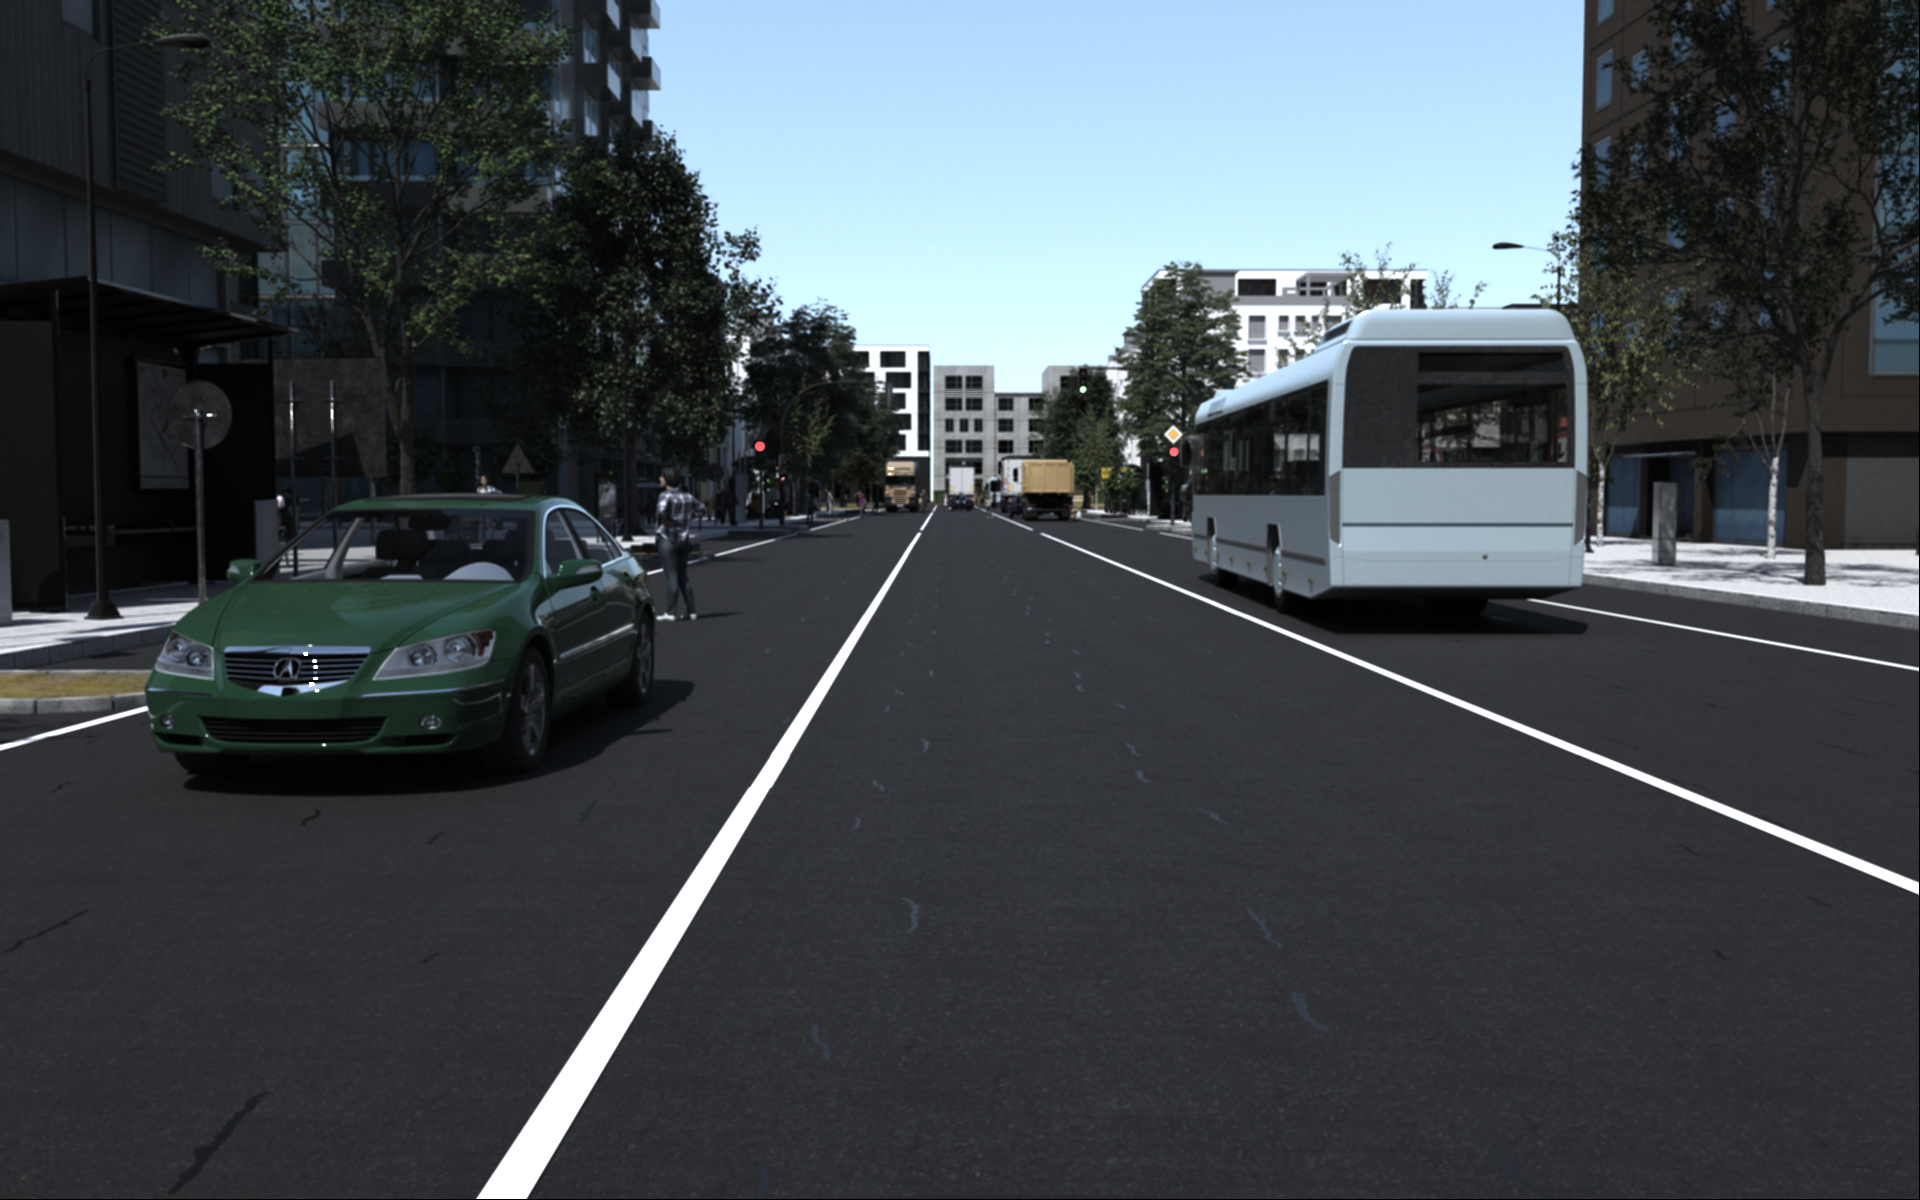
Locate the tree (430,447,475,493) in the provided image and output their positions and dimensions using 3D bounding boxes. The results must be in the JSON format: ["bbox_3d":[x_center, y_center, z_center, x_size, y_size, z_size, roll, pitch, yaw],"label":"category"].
[{"bbox_3d":[-20.975,-4.680,71.115,1.663,3.219,1.824,0,3,0],"label":"tree"}]

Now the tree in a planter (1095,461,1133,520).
[{"bbox_3d":[8.417,-5.973,94.888,1.991,3.239,1.994,0,4,-1],"label":"tree in a planter"}]

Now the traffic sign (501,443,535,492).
[{"bbox_3d":[-11.234,-2.690,43.985,0.884,2.594,0.081,0,4,7],"label":"traffic sign"}]

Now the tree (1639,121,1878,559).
[{"bbox_3d":[16.071,-5.141,34.418,4.360,8.622,3.978,0,3,0],"label":"tree"}]

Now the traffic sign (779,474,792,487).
[{"bbox_3d":[-10.747,-6.541,106.946,0.884,2.594,0.081,0,4,2],"label":"traffic sign"}]

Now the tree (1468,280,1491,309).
[{"bbox_3d":[16.128,-6.479,56.288,4.737,8.622,4.395,0,3,0],"label":"tree"}]

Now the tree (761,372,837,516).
[{"bbox_3d":[-9.691,-9.340,103.063,4.737,8.622,4.395,0,3,0],"label":"tree"}]

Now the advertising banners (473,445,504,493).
[{"bbox_3d":[-16.835,-4.012,61.789,0.090,3.025,2.074,-3,5,-44],"label":"advertising banners"}]

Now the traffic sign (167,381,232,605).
[{"bbox_3d":[-8.555,-1.185,19.480,0.768,2.556,0.104,0,4,6],"label":"traffic sign"}]

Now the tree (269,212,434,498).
[{"bbox_3d":[-15.265,-5.742,44.246,4.360,8.622,3.978,0,3,0],"label":"tree"}]

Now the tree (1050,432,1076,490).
[{"bbox_3d":[10.485,-14.013,179.481,4.360,8.622,3.978,0,3,0],"label":"tree"}]

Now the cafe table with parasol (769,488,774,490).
[{"bbox_3d":[-15.928,-8.242,139.614,2.610,1.966,2.610,0,4,7],"label":"cafe table with parasol"}]

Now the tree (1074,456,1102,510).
[{"bbox_3d":[10.597,-9.752,143.162,4.285,4.588,4.351,0,3,0],"label":"tree"}]

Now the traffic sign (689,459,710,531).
[{"bbox_3d":[-9.133,-3.710,60.772,0.768,2.556,0.104,0,4,7],"label":"traffic sign"}]

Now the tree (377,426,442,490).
[{"bbox_3d":[-24.117,-5.578,74.911,4.285,4.588,4.351,0,3,0],"label":"tree"}]

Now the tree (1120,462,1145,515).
[{"bbox_3d":[10.263,-6.815,106.031,1.663,3.219,1.824,0,3,0],"label":"tree"}]

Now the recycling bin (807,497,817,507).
[{"bbox_3d":[-11.398,-7.333,132.453,0.722,1.027,0.722,-1,4,-23],"label":"recycling bin"}]

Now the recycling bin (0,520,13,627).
[{"bbox_3d":[-9.644,-0.247,16.588,0.722,1.027,0.722,1,4,18],"label":"recycling bin"}]

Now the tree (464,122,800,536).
[{"bbox_3d":[-10.222,-8.352,53.571,9.611,12.733,9.660,0,3,0],"label":"tree"}]

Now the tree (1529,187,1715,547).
[{"bbox_3d":[15.878,-5.610,42.086,4.737,8.622,4.395,0,3,0],"label":"tree"}]

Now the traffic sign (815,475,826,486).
[{"bbox_3d":[-9.800,-7.443,121.429,0.795,2.593,0.064,0,4,7],"label":"traffic sign"}]

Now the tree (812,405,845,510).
[{"bbox_3d":[-10.795,-11.335,135.697,4.360,8.622,3.978,0,3,0],"label":"tree"}]

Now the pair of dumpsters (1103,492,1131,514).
[{"bbox_3d":[10.391,-6.803,113.728,1.574,2.255,4.437,0,4,-1],"label":"pair of dumpsters"}]

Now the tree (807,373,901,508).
[{"bbox_3d":[-11.050,-15.127,164.342,9.611,12.733,9.660,0,3,0],"label":"tree"}]

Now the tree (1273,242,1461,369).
[{"bbox_3d":[11.608,-6.151,50.929,4.737,8.622,4.395,0,3,0],"label":"tree"}]

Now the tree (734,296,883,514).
[{"bbox_3d":[-10.345,-12.629,113.144,9.857,13.997,8.962,0,3,0],"label":"tree"}]

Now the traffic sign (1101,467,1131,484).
[{"bbox_3d":[11.782,-8.384,130.948,2.265,3.308,0.079,1,4,8],"label":"traffic sign"}]

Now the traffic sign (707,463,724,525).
[{"bbox_3d":[-10.118,-4.372,71.595,0.768,2.556,0.104,0,4,3],"label":"traffic sign"}]

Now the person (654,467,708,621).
[{"bbox_3d":[-3.215,-0.635,19.601,0.376,1.734,0.841,2,4,34],"label":"person"}]

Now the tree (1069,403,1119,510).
[{"bbox_3d":[10.780,-11.439,137.384,4.737,8.622,4.395,0,3,0],"label":"tree"}]

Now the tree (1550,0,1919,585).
[{"bbox_3d":[12.293,-5.502,24.362,8.767,10.594,7.601,3,4,39],"label":"tree"}]

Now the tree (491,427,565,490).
[{"bbox_3d":[-18.648,-5.555,74.540,4.285,4.588,4.351,0,3,0],"label":"tree"}]

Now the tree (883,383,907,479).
[{"bbox_3d":[-10.673,-17.141,186.908,9.857,13.997,8.962,0,3,0],"label":"tree"}]

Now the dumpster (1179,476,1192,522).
[{"bbox_3d":[10.860,-4.666,78.788,1.502,2.255,1.985,0,4,0],"label":"dumpster"}]

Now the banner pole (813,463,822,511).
[{"bbox_3d":[-10.711,-8.530,129.480,0.863,3.779,0.401,1,4,10],"label":"banner pole"}]

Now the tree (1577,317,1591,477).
[{"bbox_3d":[38.417,-11.328,103.335,7.486,12.596,7.792,0,3,0],"label":"tree"}]

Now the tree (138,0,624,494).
[{"bbox_3d":[-10.114,-6.432,30.923,9.928,11.665,9.643,0,3,0],"label":"tree"}]

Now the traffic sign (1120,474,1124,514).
[{"bbox_3d":[10.070,-6.627,108.464,0.768,2.556,0.104,1,4,9],"label":"traffic sign"}]

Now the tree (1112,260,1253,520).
[{"bbox_3d":[10.785,-10.202,84.937,7.486,12.596,7.792,0,3,0],"label":"tree"}]

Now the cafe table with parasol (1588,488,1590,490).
[{"bbox_3d":[33.208,-5.487,94.581,2.610,1.966,2.610,-3,4,-36],"label":"cafe table with parasol"}]

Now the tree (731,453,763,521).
[{"bbox_3d":[-10.113,-5.389,82.718,1.663,3.219,1.824,0,3,0],"label":"tree"}]

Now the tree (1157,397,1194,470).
[{"bbox_3d":[15.675,-10.243,117.842,4.737,8.622,4.395,0,3,0],"label":"tree"}]

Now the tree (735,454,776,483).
[{"bbox_3d":[-16.997,-9.784,143.677,4.285,4.588,4.351,0,3,0],"label":"tree"}]

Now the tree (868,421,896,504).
[{"bbox_3d":[-11.636,-18.590,222.077,7.486,12.596,7.792,0,3,0],"label":"tree"}]

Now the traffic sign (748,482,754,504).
[{"bbox_3d":[-11.034,-5.523,90.404,0.768,2.556,0.104,1,4,9],"label":"traffic sign"}]

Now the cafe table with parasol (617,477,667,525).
[{"bbox_3d":[-13.180,-4.070,71.410,2.610,1.966,2.610,1,4,13],"label":"cafe table with parasol"}]

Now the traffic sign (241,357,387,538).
[{"bbox_3d":[-9.649,-1.956,25.855,2.265,3.308,0.079,1,4,8],"label":"traffic sign"}]

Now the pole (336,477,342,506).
[{"bbox_3d":[-25.369,-4.702,70.722,0.158,3.312,0.155,0,3,0],"label":"pole"}]

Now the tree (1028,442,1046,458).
[{"bbox_3d":[10.280,-15.677,206.685,4.737,8.622,4.395,0,3,0],"label":"tree"}]

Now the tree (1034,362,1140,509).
[{"bbox_3d":[10.957,-14.246,149.930,9.611,12.733,9.660,0,3,0],"label":"tree"}]

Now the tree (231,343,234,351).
[{"bbox_3d":[-25.670,-6.530,57.126,4.737,8.622,4.395,0,3,0],"label":"tree"}]

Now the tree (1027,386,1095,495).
[{"bbox_3d":[10.235,-14.693,165.987,9.928,11.665,9.643,0,3,0],"label":"tree"}]
